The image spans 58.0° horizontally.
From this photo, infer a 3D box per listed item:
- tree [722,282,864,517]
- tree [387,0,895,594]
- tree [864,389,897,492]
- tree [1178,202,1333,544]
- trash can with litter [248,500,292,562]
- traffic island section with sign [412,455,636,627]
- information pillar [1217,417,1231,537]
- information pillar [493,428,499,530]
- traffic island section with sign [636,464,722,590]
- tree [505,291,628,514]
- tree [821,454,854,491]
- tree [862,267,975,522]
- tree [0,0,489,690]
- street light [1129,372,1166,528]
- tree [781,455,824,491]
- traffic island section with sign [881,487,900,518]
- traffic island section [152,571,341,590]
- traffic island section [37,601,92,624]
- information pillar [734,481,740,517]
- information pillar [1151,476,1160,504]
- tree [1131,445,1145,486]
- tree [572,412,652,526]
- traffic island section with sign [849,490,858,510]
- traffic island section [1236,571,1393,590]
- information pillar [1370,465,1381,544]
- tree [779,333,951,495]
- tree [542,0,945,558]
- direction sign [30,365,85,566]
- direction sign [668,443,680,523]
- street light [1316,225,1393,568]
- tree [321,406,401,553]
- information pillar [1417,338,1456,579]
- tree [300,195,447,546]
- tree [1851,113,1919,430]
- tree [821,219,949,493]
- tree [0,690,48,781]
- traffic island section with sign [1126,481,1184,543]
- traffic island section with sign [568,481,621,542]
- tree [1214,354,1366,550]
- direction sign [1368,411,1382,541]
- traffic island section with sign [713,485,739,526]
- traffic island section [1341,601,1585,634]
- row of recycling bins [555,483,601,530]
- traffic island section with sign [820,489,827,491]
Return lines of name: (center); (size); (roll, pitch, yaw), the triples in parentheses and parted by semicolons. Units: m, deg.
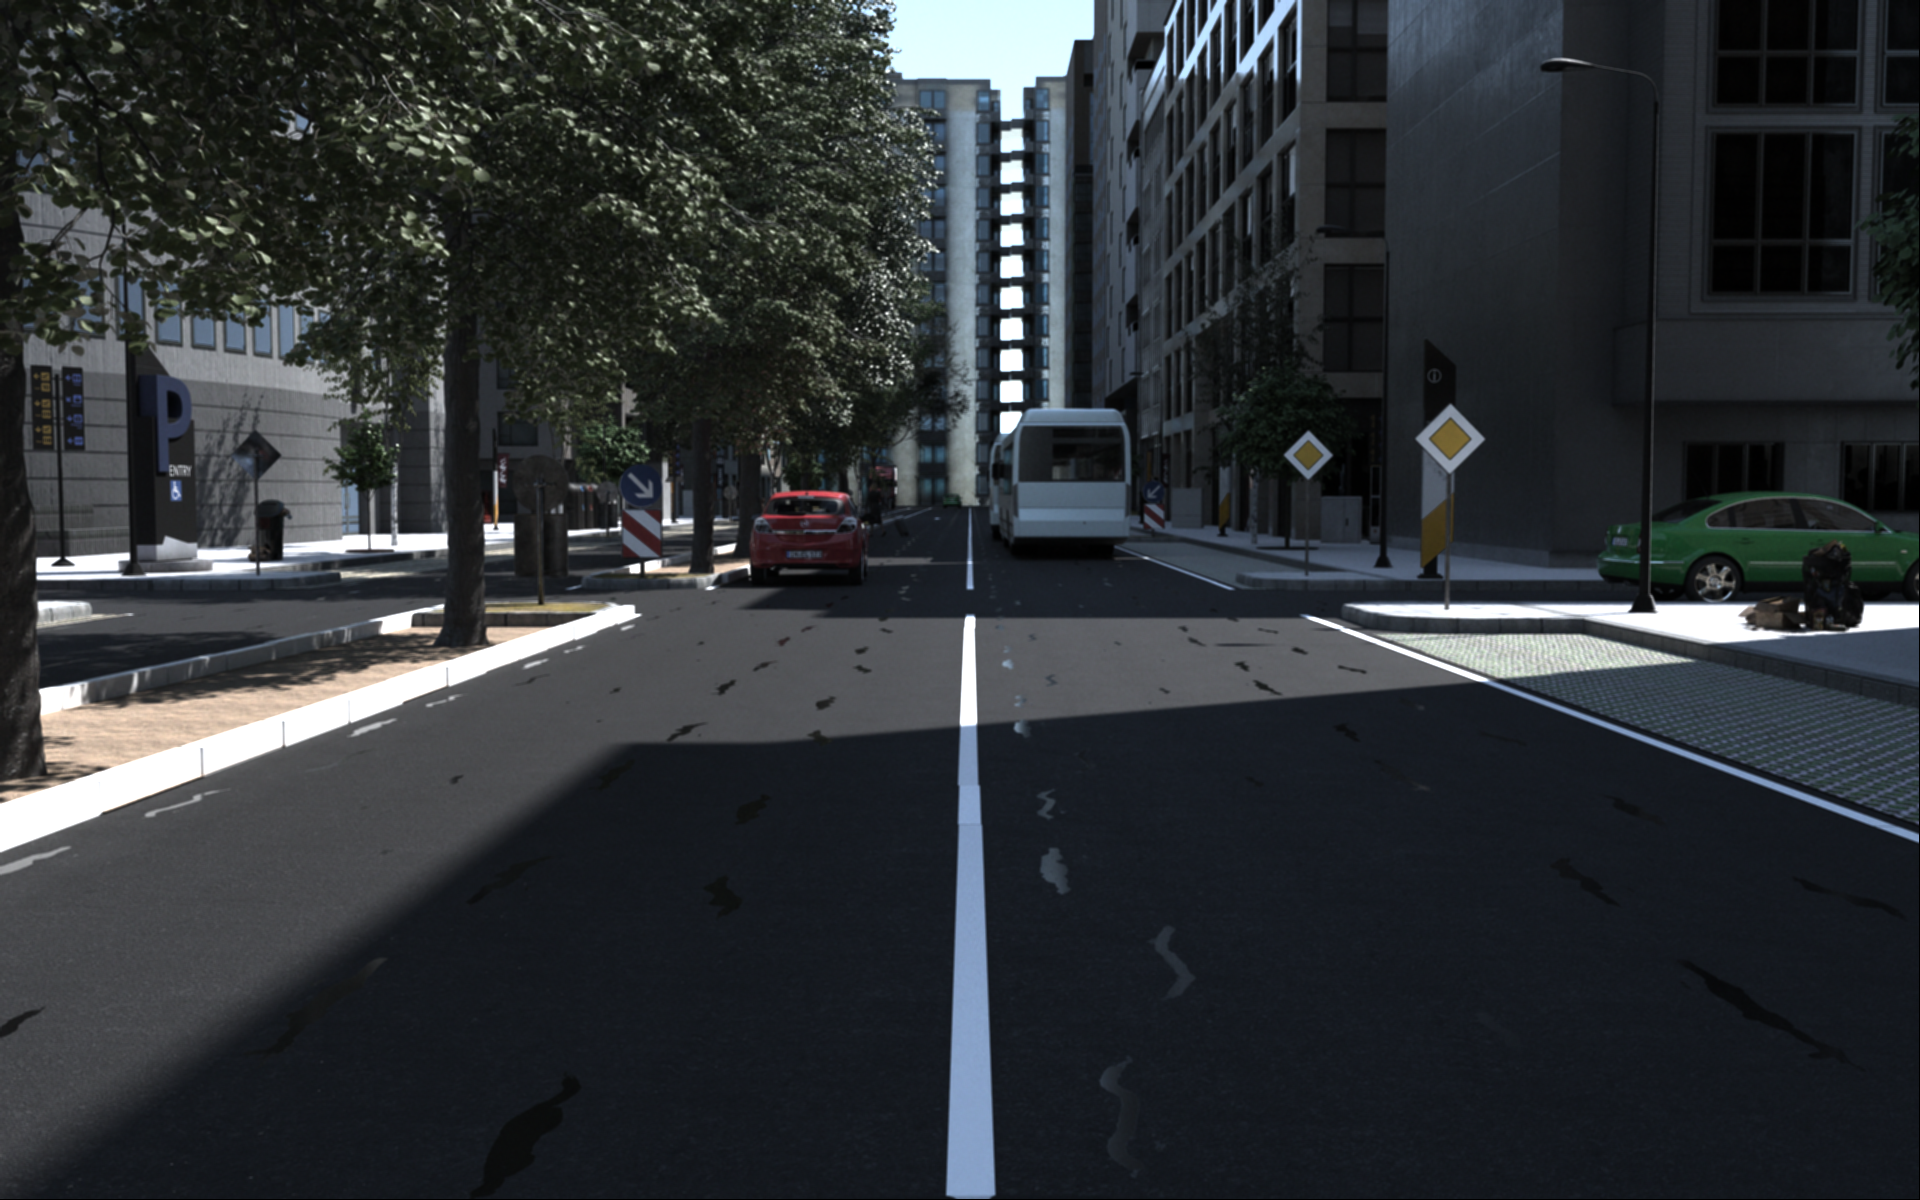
tree: (-4.996, -5.728, 46.471); (4.737, 8.622, 4.395); (0, 3, 0)
tree: (-4.460, -6.650, 29.307); (7.486, 12.596, 7.792); (0, 3, 0)
tree: (-4.488, -7.635, 77.651); (4.737, 8.622, 4.395); (0, 3, 0)
tree: (7.578, -5.758, 44.498); (4.360, 8.622, 3.978); (0, 3, 0)
trash can with litter: (-13.248, -1.334, 33.190); (0.624, 1.170, 1.055); (0, 4, -5)
traffic island section with sign: (-4.876, -0.695, 19.502); (2.006, 1.907, 1.989); (0, 4, 0)
information pillar: (7.987, -3.726, 52.280); (0.183, 3.616, 0.504); (-1, 4, -23)
information pillar: (-16.590, -4.312, 61.852); (0.183, 3.616, 0.504); (0, 4, -7)
traffic island section with sign: (-4.823, -1.148, 26.909); (2.006, 1.907, 1.989); (0, 4, 0)
tree: (-13.450, -6.617, 58.555); (4.737, 8.622, 4.395); (0, 3, 0)
tree: (-12.480, -14.057, 180.195); (4.360, 8.622, 3.978); (0, 3, 0)
tree: (-4.306, -10.639, 86.774); (12.009, 13.543, 11.850); (0, 3, 0)
tree: (-4.771, -5.858, 16.362); (7.486, 12.596, 7.792); (0, 3, 0)
street light: (7.136, -5.714, 65.972); (1.470, 5.913, 1.316); (0, 4, 0)
tree: (-13.297, -10.140, 149.501); (4.285, 4.588, 4.351); (0, 3, 0)
traffic island section with sign: (-4.394, -5.744, 102.046); (2.006, 1.907, 1.989); (0, 4, 0)
traffic island section: (-11.080, -0.306, 27.289); (2.009, 0.180, 2.903); (0, 4, 0)
traffic island section: (-11.127, 0.182, 19.304); (2.009, 0.180, 2.903); (0, 4, 0)
information pillar: (-12.571, -5.718, 97.977); (0.304, 2.012, 0.304); (-2, 4, -25)
information pillar: (8.060, -4.104, 71.588); (0.304, 2.012, 0.304); (-1, 4, -9)
tree: (8.033, -6.581, 91.314); (4.285, 4.588, 4.351); (0, 3, 0)
tree: (-14.006, -5.246, 69.482); (4.285, 4.588, 4.351); (0, 3, 0)
traffic island section with sign: (-9.999, -9.086, 157.190); (1.989, 1.847, 2.006); (0, 4, 0)
traffic island section: (5.461, -0.300, 27.188); (2.009, 0.180, 2.903); (0, 4, 0)
information pillar: (10.672, -2.429, 44.205); (0.304, 2.012, 0.304); (3, 5, 40)
tree: (-4.524, -8.165, 70.362); (8.767, 10.594, 7.601); (0, 4, 0)
tree: (-4.782, -7.931, 38.790); (9.857, 13.997, 8.962); (0, 3, 0)
direction sign: (-15.994, -2.372, 30.774); (0.379, 3.537, 0.876); (3, 5, 40)
direction sign: (-12.542, -5.138, 76.009); (0.379, 3.537, 0.876); (-3, 5, -44)
street light: (6.858, -3.521, 30.114); (1.470, 5.913, 1.316); (0, 4, 0)
tree: (-13.158, -2.660, 38.098); (1.663, 3.219, 1.824); (0, 3, 0)
information pillar: (7.216, -2.130, 26.173); (0.504, 3.616, 0.183); (0, 4, -4)
tree: (-14.117, -5.657, 42.862); (4.737, 8.622, 4.395); (0, 3, 0)
tree: (7.716, -1.702, 11.540); (4.285, 4.588, 4.351); (0, 3, 0)
tree: (-4.154, -8.151, 61.480); (9.928, 11.665, 9.643); (0, 3, 0)
tree: (-4.956, -5.395, 8.791); (7.486, 12.596, 7.792); (0, 3, 0)
traffic island section with sign: (5.604, -2.640, 51.786); (1.989, 1.847, 2.006); (0, 4, 0)
traffic island section with sign: (-10.613, -2.646, 51.890); (1.989, 1.847, 2.006); (0, 4, 0)
tree: (7.695, -3.459, 40.275); (4.285, 4.588, 4.351); (0, 3, 0)
direction sign: (11.371, -3.386, 47.363); (0.379, 3.537, 0.876); (3, 5, 40)
traffic island section with sign: (-10.452, -4.299, 78.923); (1.989, 1.847, 2.006); (0, 4, 0)
traffic island section: (5.414, 0.188, 19.203); (2.009, 0.180, 2.903); (0, 4, 0)
row of recycling bins: (-13.830, -3.396, 62.643); (1.069, 1.692, 3.534); (0, 4, 5)
traffic island section with sign: (-10.157, -7.368, 129.102); (1.989, 1.847, 2.006); (0, 4, 0)
